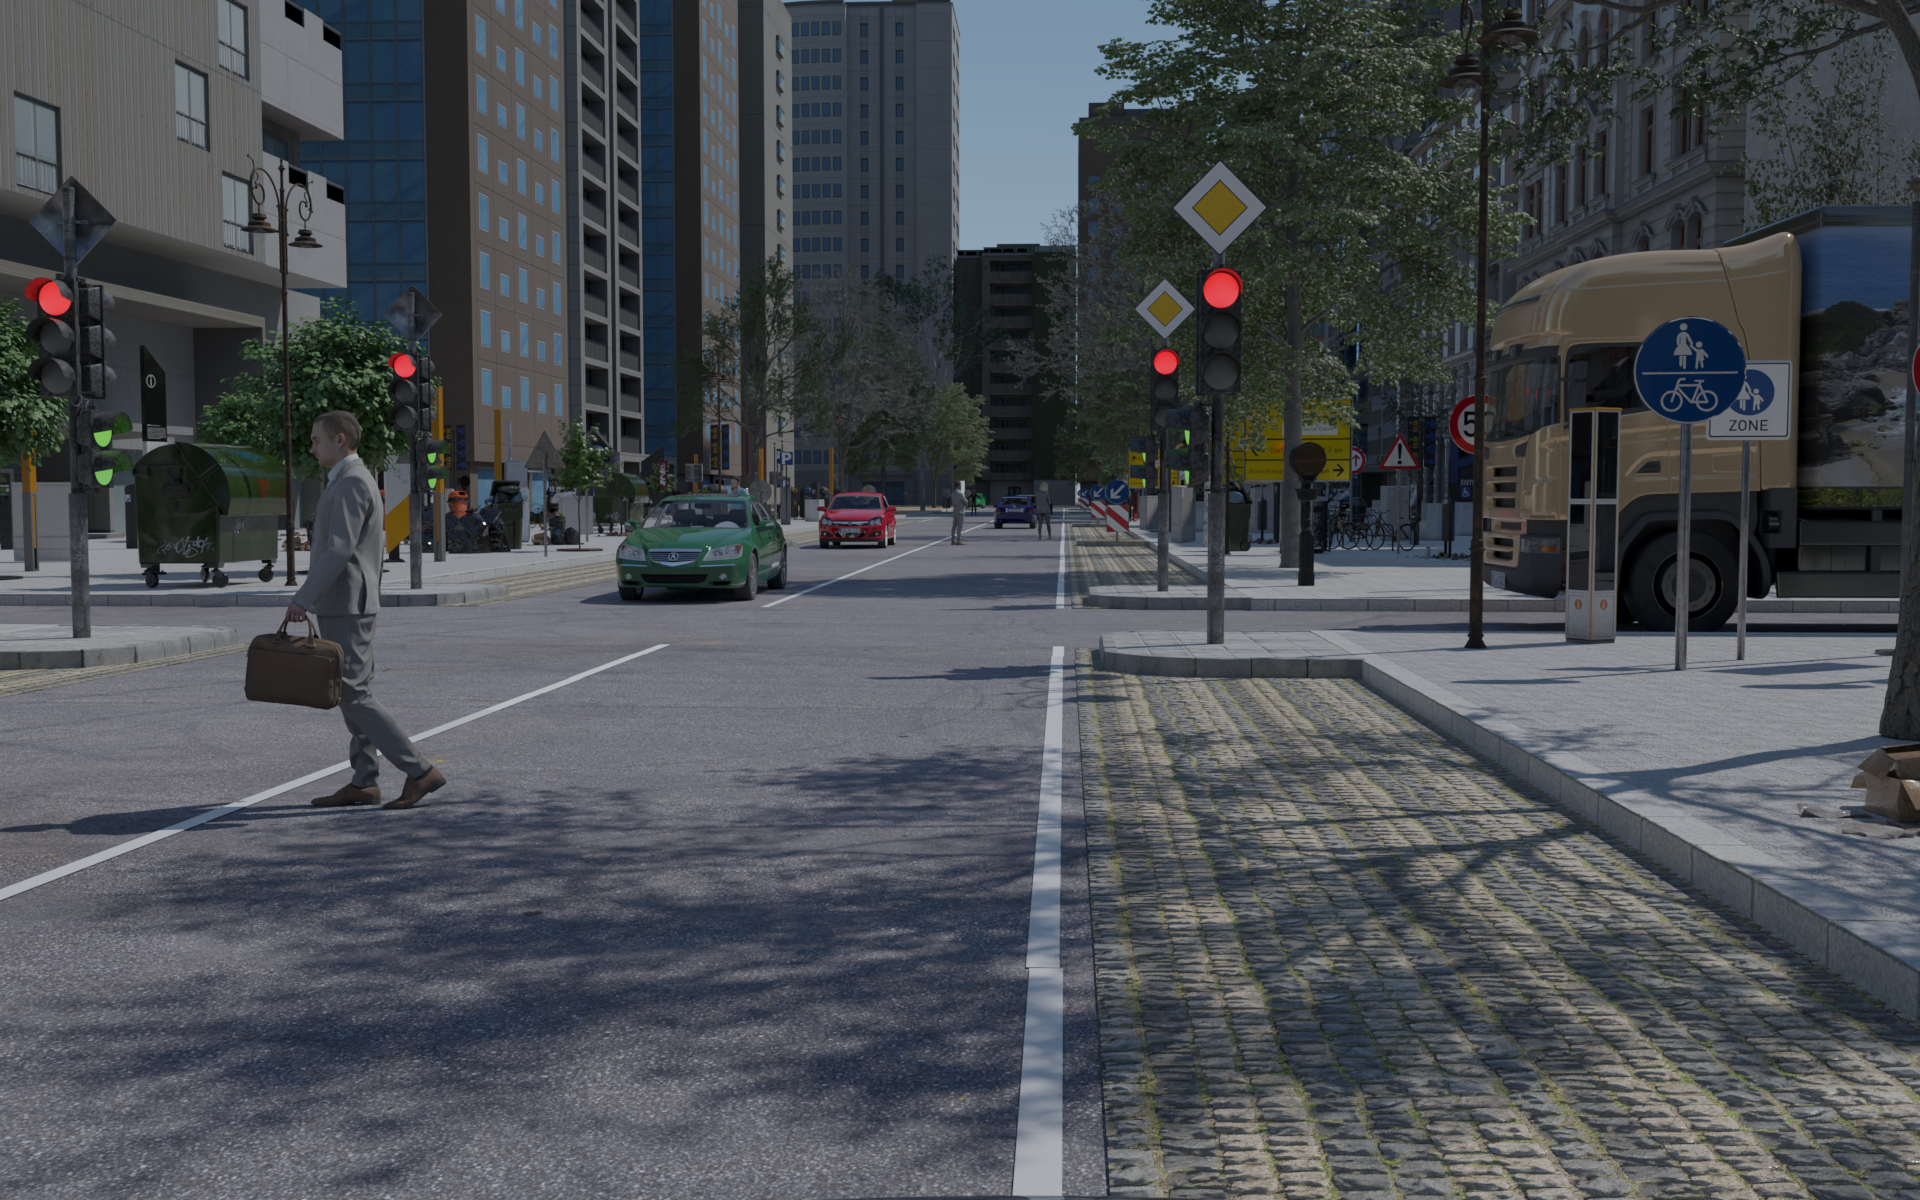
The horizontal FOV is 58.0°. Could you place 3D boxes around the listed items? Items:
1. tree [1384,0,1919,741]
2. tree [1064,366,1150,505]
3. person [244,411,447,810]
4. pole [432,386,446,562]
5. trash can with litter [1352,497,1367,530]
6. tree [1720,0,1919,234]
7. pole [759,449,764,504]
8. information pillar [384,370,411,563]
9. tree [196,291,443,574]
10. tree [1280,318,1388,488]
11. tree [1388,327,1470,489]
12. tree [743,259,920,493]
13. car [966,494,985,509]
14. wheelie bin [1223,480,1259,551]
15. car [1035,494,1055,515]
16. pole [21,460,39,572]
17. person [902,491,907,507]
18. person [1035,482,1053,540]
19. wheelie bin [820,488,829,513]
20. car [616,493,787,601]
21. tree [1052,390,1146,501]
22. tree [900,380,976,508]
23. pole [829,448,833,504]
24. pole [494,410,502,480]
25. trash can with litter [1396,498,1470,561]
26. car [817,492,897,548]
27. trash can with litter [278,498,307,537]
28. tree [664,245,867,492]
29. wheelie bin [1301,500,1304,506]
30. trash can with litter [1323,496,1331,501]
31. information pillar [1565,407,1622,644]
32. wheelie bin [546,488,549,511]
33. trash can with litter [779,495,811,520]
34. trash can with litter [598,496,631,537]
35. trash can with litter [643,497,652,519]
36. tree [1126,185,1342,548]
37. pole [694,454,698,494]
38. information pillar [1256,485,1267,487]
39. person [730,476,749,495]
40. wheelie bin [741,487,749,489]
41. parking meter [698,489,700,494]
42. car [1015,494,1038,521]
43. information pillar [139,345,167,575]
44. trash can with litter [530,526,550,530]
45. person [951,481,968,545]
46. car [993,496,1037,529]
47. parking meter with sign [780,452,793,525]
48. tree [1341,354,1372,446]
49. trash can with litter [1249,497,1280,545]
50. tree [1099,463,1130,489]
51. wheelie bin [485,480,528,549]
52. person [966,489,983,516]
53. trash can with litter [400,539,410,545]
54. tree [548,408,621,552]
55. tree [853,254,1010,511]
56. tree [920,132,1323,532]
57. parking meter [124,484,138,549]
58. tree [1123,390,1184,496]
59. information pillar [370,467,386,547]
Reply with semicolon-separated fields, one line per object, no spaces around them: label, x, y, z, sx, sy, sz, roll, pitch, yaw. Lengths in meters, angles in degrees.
tree;4.929;-4.528;8.451;8.767;10.594;7.601;0;4;8
tree;11.591;-12.540;130.778;9.928;11.665;9.643;0;3;0
person;-2.808;0.043;7.918;0.853;1.813;0.709;-1;4;-19
pole;-9.867;-2.380;32.761;0.158;3.312;0.155;0;3;0
trash can with litter;14.252;-3.059;61.403;0.624;1.170;1.055;-1;4;-9
tree;12.809;-4.554;24.826;4.360;8.622;3.978;0;3;0
pole;-8.930;-5.132;77.757;0.158;3.312;0.155;0;3;0
information pillar;-10.538;-2.510;32.399;0.504;3.616;0.183;-3;4;-38
tree;-10.143;-2.715;28.111;4.285;4.588;4.351;0;3;0
tree;14.759;-7.397;71.297;4.360;8.622;3.978;0;3;0
tree;19.945;-7.666;75.695;4.360;8.622;3.978;0;3;0
tree;-6.227;-11.055;91.112;12.009;13.543;11.850;0;3;0
car;1.513;-9.782;168.734;1.959;1.807;4.718;0;4;3
wheelie bin;6.168;-1.899;38.956;0.693;1.594;0.980;-1;4;-11
car;5.672;-6.859;121.934;2.009;1.686;4.222;0;4;3
pole;-15.397;-2.128;28.635;0.158;3.312;0.155;0;3;0
person;-5.765;-10.461;180.464;0.541;1.710;0.530;1;4;15
person;2.628;-2.805;54.544;0.537;1.800;0.526;2;4;34
wheelie bin;-7.242;-5.026;90.090;0.693;1.594;0.980;2;4;25
car;-3.613;-0.798;24.840;2.131;1.459;4.920;0;4;3
tree;13.370;-15.261;166.531;9.611;12.733;9.660;0;3;0
tree;-2.414;-14.221;158.262;9.928;11.665;9.643;0;3;0
pole;-5.669;-5.041;76.258;0.158;3.312;0.155;0;3;0
pole;-11.167;-2.938;41.881;0.158;3.312;0.155;0;3;0
trash can with litter;9.610;-1.418;34.248;1.678;1.210;2.233;0;4;6
car;-2.759;-2.326;47.065;2.155;1.783;4.494;0;4;3
trash can with litter;-20.144;-2.549;52.739;2.233;1.210;1.678;-1;4;-15
tree;-7.667;-7.984;64.958;7.601;10.594;8.767;2;4;25
wheelie bin;16.068;-4.436;80.439;0.693;1.594;0.980;1;4;17
trash can with litter;17.355;-4.329;82.171;0.624;1.170;1.055;2;4;31
information pillar;5.446;-0.637;14.908;0.304;2.012;0.304;-2;4;-25
wheelie bin;-19.279;-4.537;82.083;0.693;1.594;0.980;2;4;26
trash can with litter;-7.944;-4.600;86.259;2.233;1.210;1.678;-1;4;-18
trash can with litter;-10.300;-2.567;53.026;1.678;1.210;2.233;-2;4;-26
trash can with litter;-16.489;-4.783;89.585;0.624;1.170;1.055;3;5;44
tree;6.156;-5.560;41.276;4.737;8.622;4.395;0;3;0
pole;-13.536;-5.814;88.899;0.158;3.312;0.155;0;3;0
information pillar;11.827;-3.882;67.958;0.304;2.012;0.304;-1;4;-22
person;-4.607;-1.724;36.715;0.660;1.820;0.620;3;4;36
wheelie bin;-10.259;-4.584;82.863;0.980;1.594;0.693;-3;5;-40
parking meter;-14.142;-5.182;93.141;0.372;1.533;0.369;0;3;0
car;3.599;-5.129;93.638;2.009;1.686;4.222;0;4;5
information pillar;-12.756;-2.207;27.437;0.183;3.616;0.504;1;4;15
trash can with litter;-14.270;-3.083;61.464;2.233;1.210;1.678;2;4;28
person;0.002;-2.446;48.665;0.511;1.800;0.466;3;5;42
car;2.350;-3.677;72.704;1.945;1.354;3.894;0;4;4
parking meter with sign;-7.261;-4.645;72.206;0.543;3.016;1.738;0;4;-8
tree;18.829;-8.444;88.414;4.737;8.622;4.395;0;3;0
trash can with litter;7.739;-2.076;44.999;1.678;1.210;2.233;1;4;11
tree;13.716;-10.167;149.949;4.285;4.588;4.351;0;3;0
wheelie bin;-10.494;-1.976;40.220;0.980;1.594;0.693;-2;4;-34
person;0.903;-6.470;114.798;1.217;1.766;0.721;1;4;12
trash can with litter;-14.528;-1.973;43.309;2.233;1.210;1.678;0;4;1
tree;-8.516;-2.703;38.790;1.663;3.219;1.824;0;3;0
tree;-1.647;-17.058;134.780;12.611;20.169;13.585;0;3;0
tree;7.063;-9.045;58.263;12.009;13.543;11.850;0;3;0
parking meter;-19.362;-1.968;40.593;0.372;1.533;0.369;0;3;0
tree;10.847;-9.203;100.833;4.360;8.622;3.978;0;3;0
information pillar;-14.000;-2.267;41.549;0.304;2.012;0.304;2;4;23
